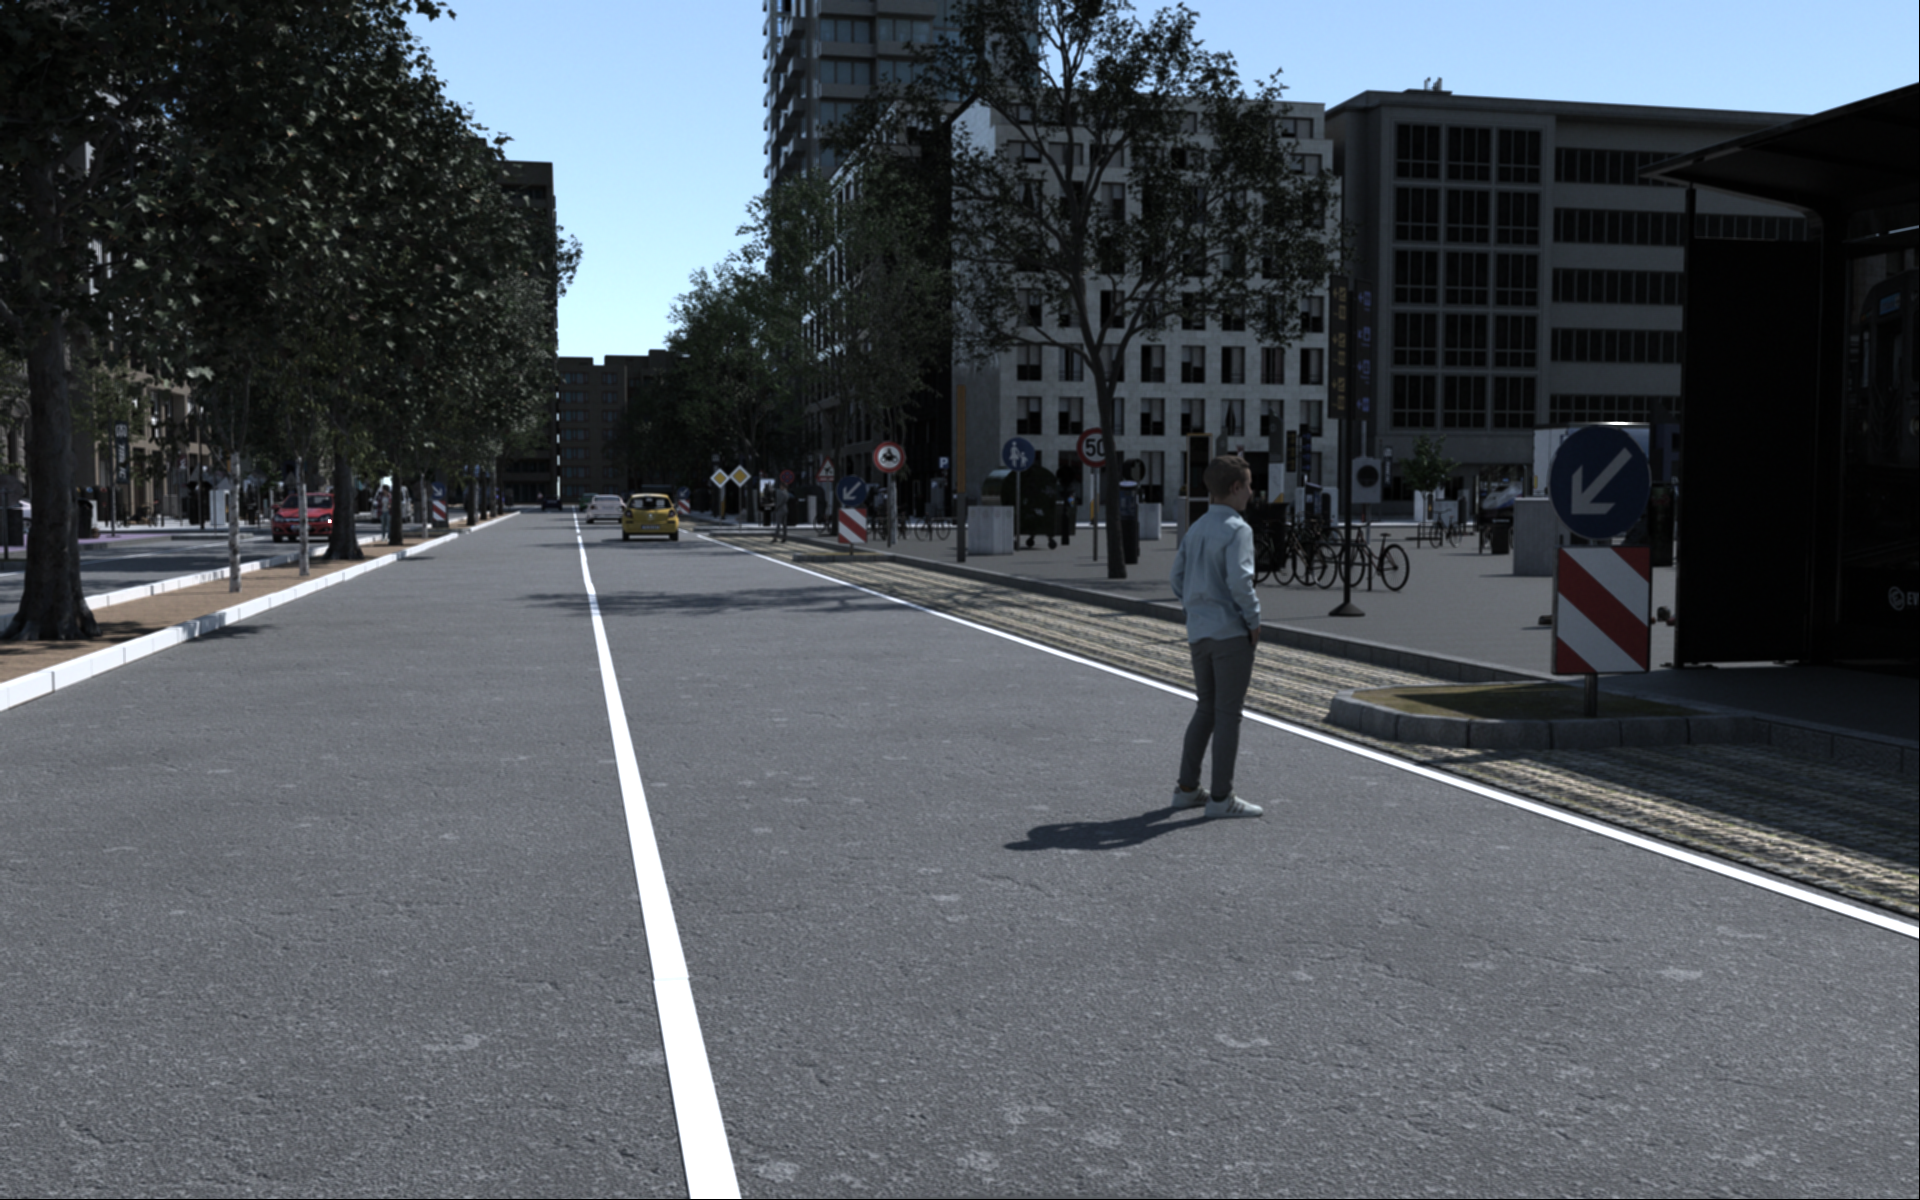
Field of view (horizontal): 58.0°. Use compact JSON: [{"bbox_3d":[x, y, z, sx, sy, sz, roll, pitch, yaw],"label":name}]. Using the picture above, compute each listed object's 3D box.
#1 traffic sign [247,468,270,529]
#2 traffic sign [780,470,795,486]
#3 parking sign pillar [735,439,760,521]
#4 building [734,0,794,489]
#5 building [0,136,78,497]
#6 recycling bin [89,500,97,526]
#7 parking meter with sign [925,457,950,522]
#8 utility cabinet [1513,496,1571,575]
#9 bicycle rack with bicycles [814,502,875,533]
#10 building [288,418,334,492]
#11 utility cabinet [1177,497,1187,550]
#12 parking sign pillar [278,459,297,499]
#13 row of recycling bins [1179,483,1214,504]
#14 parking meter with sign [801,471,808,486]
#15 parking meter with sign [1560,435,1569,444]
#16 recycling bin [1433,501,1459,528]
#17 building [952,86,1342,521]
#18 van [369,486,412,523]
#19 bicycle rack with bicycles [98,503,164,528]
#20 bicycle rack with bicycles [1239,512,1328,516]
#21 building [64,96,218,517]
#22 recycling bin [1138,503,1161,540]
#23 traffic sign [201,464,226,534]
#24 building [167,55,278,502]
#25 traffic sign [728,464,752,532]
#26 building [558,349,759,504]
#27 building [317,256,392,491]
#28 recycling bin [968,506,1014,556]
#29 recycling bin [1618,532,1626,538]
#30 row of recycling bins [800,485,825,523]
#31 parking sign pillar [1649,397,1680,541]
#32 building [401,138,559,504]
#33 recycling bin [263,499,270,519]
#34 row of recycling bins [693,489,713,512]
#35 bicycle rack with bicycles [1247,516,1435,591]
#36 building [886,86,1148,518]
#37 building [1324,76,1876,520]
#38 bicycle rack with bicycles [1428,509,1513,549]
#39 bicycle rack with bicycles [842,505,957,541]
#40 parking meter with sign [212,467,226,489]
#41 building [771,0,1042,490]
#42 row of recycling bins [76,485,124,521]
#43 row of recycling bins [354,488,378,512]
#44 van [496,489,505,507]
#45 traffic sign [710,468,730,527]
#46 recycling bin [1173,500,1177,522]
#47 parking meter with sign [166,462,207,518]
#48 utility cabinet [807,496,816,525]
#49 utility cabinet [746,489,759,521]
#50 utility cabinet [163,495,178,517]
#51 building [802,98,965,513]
[{"bbox_3d":[-25.451,-3.622,62.863,0.795,2.450,0.064,-1,4,-13],"label":"traffic sign"},{"bbox_3d":[-9.007,-5.518,90.319,0.768,2.556,0.104,0,4,-7],"label":"traffic sign"},{"bbox_3d":[-10.181,-5.836,83.898,1.447,3.967,1.447,-2,4,-34],"label":"parking sign pillar"},{"bbox_3d":[-13.135,-53.756,191.586,22.319,86.520,31.000,-1,4,-13],"label":"building"},{"bbox_3d":[-48.210,-15.252,78.248,11.050,23.489,19.941,-1,4,-13],"label":"building"},{"bbox_3d":[-34.697,-3.427,68.582,0.722,1.027,0.722,0,4,3],"label":"recycling bin"},{"bbox_3d":[-1.079,-5.142,80.333,0.543,3.016,1.738,2,4,25],"label":"parking meter with sign"},{"bbox_3d":[9.317,-0.997,27.456,1.020,1.237,0.306,1,4,12],"label":"utility cabinet"},{"bbox_3d":[-3.071,-2.639,56.525,2.852,0.926,2.925,-3,4,-36],"label":"bicycle rack with bicycles"},{"bbox_3d":[-80.140,-20.455,179.472,28.899,21.520,27.650,-1,4,-13],"label":"building"},{"bbox_3d":[5.455,-1.783,40.314,0.306,1.237,1.020,3,5,42],"label":"utility cabinet"},{"bbox_3d":[-38.259,-6.759,98.973,1.447,3.967,1.447,-2,4,-32],"label":"parking sign pillar"},{"bbox_3d":[8.092,-3.089,57.617,1.069,1.692,3.534,0,4,-6],"label":"row of recycling bins"},{"bbox_3d":[-11.953,-8.311,132.143,0.543,3.016,1.738,0,4,1],"label":"parking meter with sign"},{"bbox_3d":[18.317,-3.376,51.451,0.543,3.016,1.738,2,4,34],"label":"parking meter with sign"},{"bbox_3d":[18.256,-3.214,65.095,0.722,1.027,0.722,-1,4,-14],"label":"recycling bin"},{"bbox_3d":[8.920,-14.169,86.407,16.860,20.320,10.420,-1,4,-13],"label":"building"},{"bbox_3d":[-28.179,-4.821,85.831,2.013,2.044,4.112,-1,4,-13],"label":"van"},{"bbox_3d":[-32.157,-3.304,67.395,2.852,0.926,2.925,-1,4,-22],"label":"bicycle rack with bicycles"},{"bbox_3d":[6.846,-1.320,34.971,2.852,0.926,2.925,-2,4,-27],"label":"bicycle rack with bicycles"},{"bbox_3d":[-58.298,-18.339,104.360,19.350,26.468,34.151,-1,4,-13],"label":"building"},{"bbox_3d":[5.238,-2.196,48.460,0.722,1.027,0.722,1,4,12],"label":"recycling bin"},{"bbox_3d":[-23.700,-3.146,55.071,0.795,2.450,0.064,-1,4,-13],"label":"traffic sign"},{"bbox_3d":[-69.016,-50.866,144.336,22.319,86.520,31.000,-1,4,-13],"label":"building"},{"bbox_3d":[-7.455,-3.367,58.689,0.795,2.450,0.064,-1,4,-13],"label":"traffic sign"},{"bbox_3d":[-42.441,-24.614,247.480,28.899,21.520,27.650,-1,4,-13],"label":"building"},{"bbox_3d":[-92.810,-37.528,233.186,30.456,49.044,23.786,-1,4,-13],"label":"building"},{"bbox_3d":[0.647,-1.467,36.534,0.722,1.027,0.722,3,5,44],"label":"recycling bin"},{"bbox_3d":[19.672,-2.380,51.466,0.722,1.027,0.722,-2,4,-32],"label":"recycling bin"},{"bbox_3d":[-6.790,-4.348,78.211,1.069,1.692,3.534,-1,4,-13],"label":"row of recycling bins"},{"bbox_3d":[19.827,-3.658,48.286,1.447,3.967,1.447,-2,4,-26],"label":"parking sign pillar"},{"bbox_3d":[-66.367,-37.570,237.976,21.600,48.544,21.300,-1,4,-13],"label":"building"},{"bbox_3d":[-36.003,-4.786,90.797,0.722,1.027,0.722,3,4,38],"label":"recycling bin"},{"bbox_3d":[-19.436,-7.536,130.324,1.069,1.692,3.534,-1,4,-15],"label":"row of recycling bins"},{"bbox_3d":[4.430,-0.634,23.748,2.852,0.926,2.925,-1,4,-15],"label":"bicycle rack with bicycles"},{"bbox_3d":[3.053,-16.703,102.764,12.332,23.373,15.834,-1,4,-13],"label":"building"},{"bbox_3d":[32.144,-16.783,93.469,30.058,24.678,14.314,-1,4,-13],"label":"building"},{"bbox_3d":[12.224,-1.697,41.123,2.852,0.926,2.925,2,4,34],"label":"bicycle rack with bicycles"},{"bbox_3d":[-1.392,-2.145,48.450,2.852,0.926,2.925,2,4,27],"label":"bicycle rack with bicycles"},{"bbox_3d":[-47.948,-7.066,111.795,0.543,3.016,1.738,0,4,6],"label":"parking meter with sign"},{"bbox_3d":[-5.600,-33.216,162.696,23.786,49.044,30.456,-1,4,-13],"label":"building"},{"bbox_3d":[-40.641,-4.520,81.014,1.069,1.692,3.534,1,4,15],"label":"row of recycling bins"},{"bbox_3d":[-42.501,-7.095,123.111,3.534,1.692,1.069,1,4,13],"label":"row of recycling bins"},{"bbox_3d":[-52.329,-11.643,194.754,2.240,2.365,5.245,-1,4,-14],"label":"van"},{"bbox_3d":[-9.206,-3.843,66.480,0.795,2.450,0.064,-1,4,-13],"label":"traffic sign"},{"bbox_3d":[10.293,-4.132,80.118,0.722,1.027,0.722,-1,4,-8],"label":"recycling bin"},{"bbox_3d":[-41.979,-5.969,93.850,1.738,3.016,0.543,-3,5,-45],"label":"parking meter with sign"},{"bbox_3d":[-6.207,-3.764,72.703,0.306,1.237,1.020,-1,4,-10],"label":"utility cabinet"},{"bbox_3d":[-9.625,-4.511,82.437,1.173,1.500,0.318,2,4,32],"label":"utility cabinet"},{"bbox_3d":[-44.956,-5.360,98.792,1.020,1.237,0.306,1,4,15],"label":"utility cabinet"},{"bbox_3d":[0.133,-19.759,127.582,19.350,26.468,34.151,-1,4,-13],"label":"building"}]
